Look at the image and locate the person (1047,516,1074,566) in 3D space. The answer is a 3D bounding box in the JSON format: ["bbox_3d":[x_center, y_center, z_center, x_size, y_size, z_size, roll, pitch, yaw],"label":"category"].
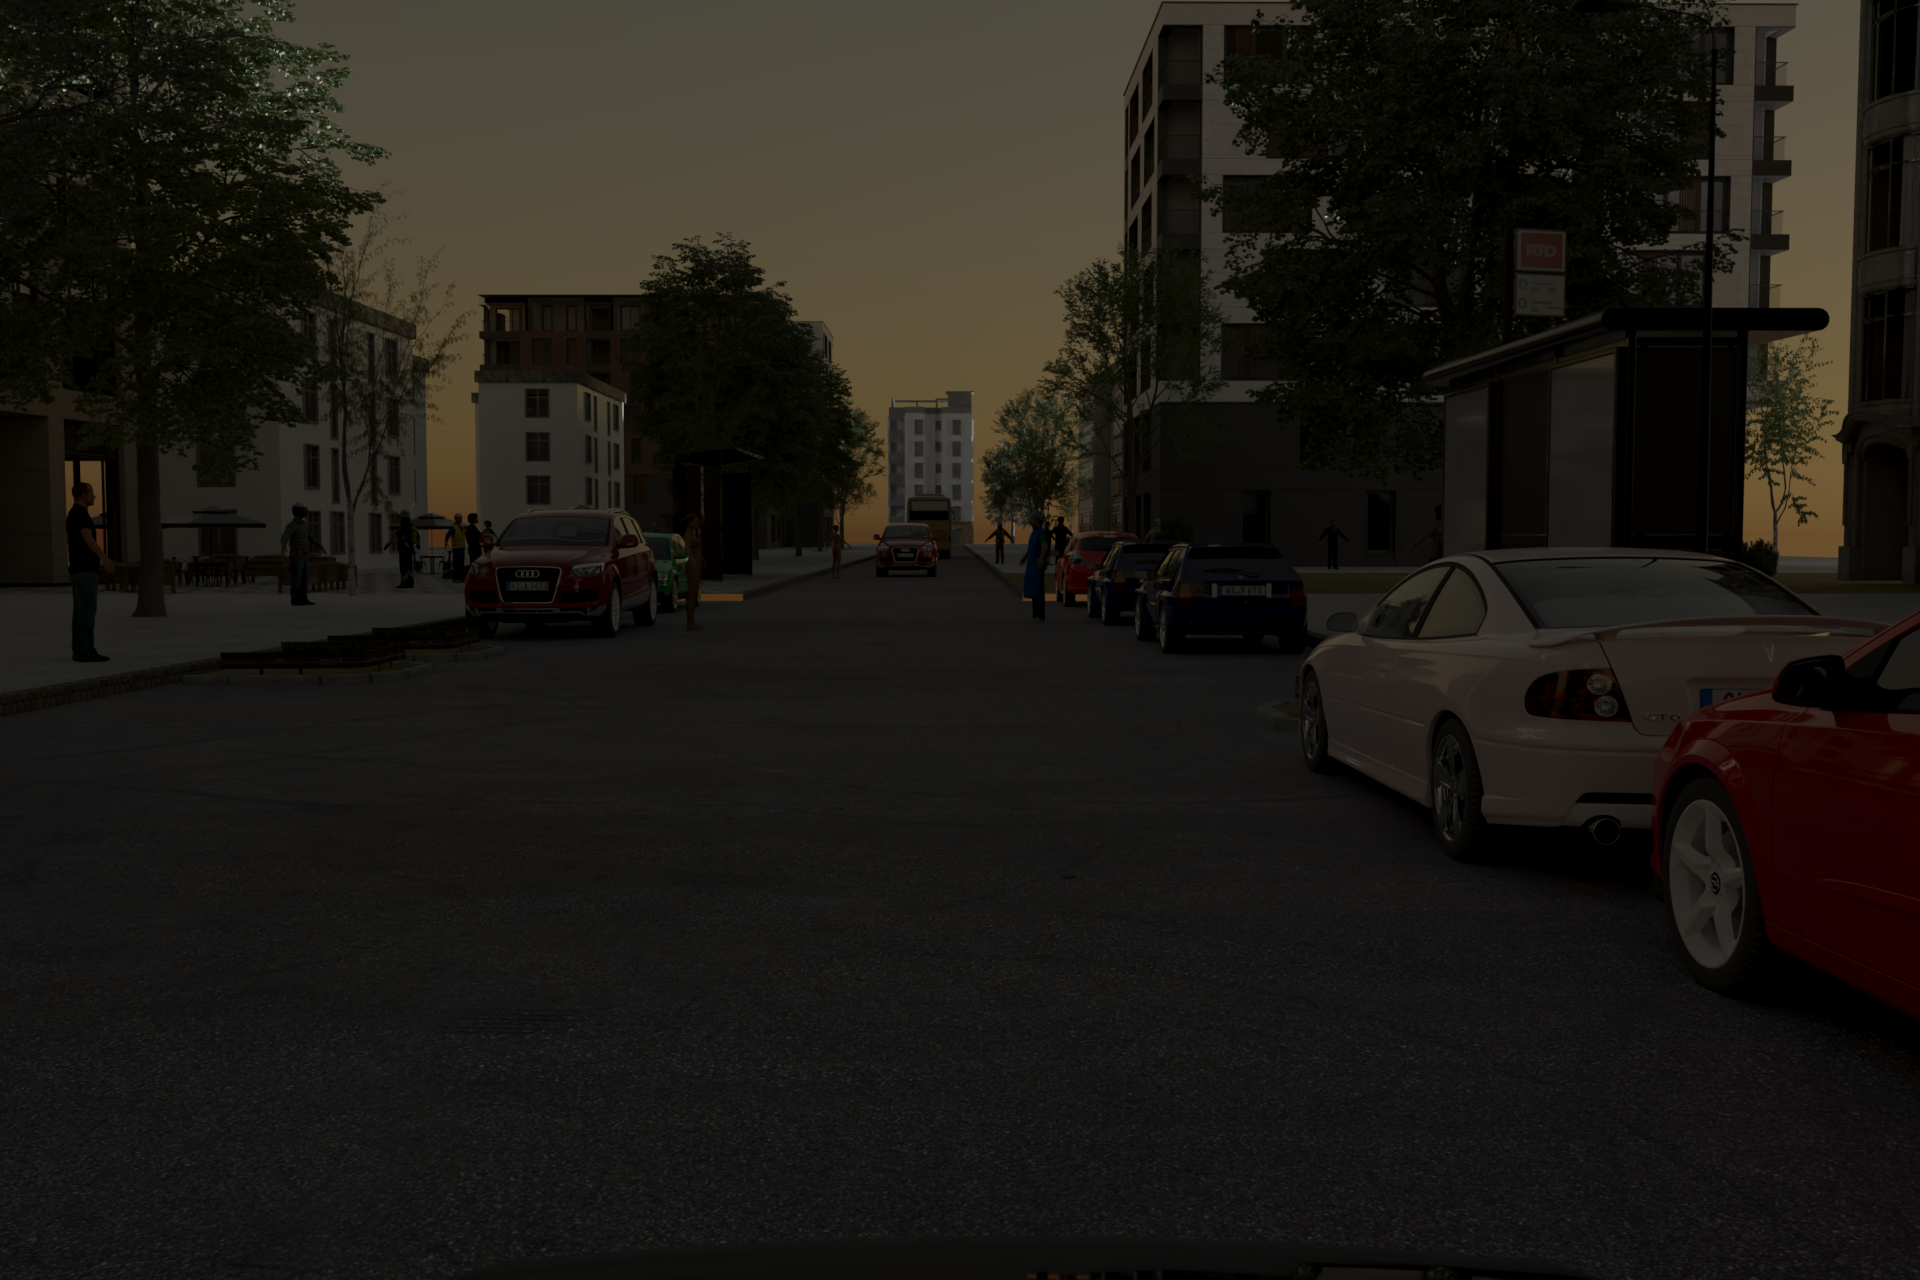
[{"bbox_3d":[2.954,-2.704,50.392,1.347,1.806,0.705,2,4,31],"label":"person"}]

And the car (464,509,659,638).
[{"bbox_3d":[-5.779,-1.036,25.607,2.281,1.827,5.304,0,4,-1],"label":"car"}]

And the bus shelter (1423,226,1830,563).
[{"bbox_3d":[6.951,-2.613,20.361,2.179,5.291,8.768,0,4,-1],"label":"bus shelter"}]

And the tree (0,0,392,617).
[{"bbox_3d":[-12.839,-6.653,26.908,7.486,12.596,7.792,0,3,0],"label":"tree"}]

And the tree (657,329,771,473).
[{"bbox_3d":[-9.634,-6.895,63.088,4.360,8.622,3.978,0,3,0],"label":"tree"}]

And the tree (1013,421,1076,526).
[{"bbox_3d":[5.247,-9.902,112.255,4.737,8.622,4.395,0,3,0],"label":"tree"}]

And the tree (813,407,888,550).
[{"bbox_3d":[-9.435,-13.132,140.470,9.928,11.665,9.643,0,3,0],"label":"tree"}]

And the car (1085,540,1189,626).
[{"bbox_3d":[3.074,-0.973,28.483,1.945,1.354,3.894,0,4,-1],"label":"car"}]

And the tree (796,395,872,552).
[{"bbox_3d":[-10.153,-12.292,126.737,9.928,11.665,9.643,0,3,0],"label":"tree"}]

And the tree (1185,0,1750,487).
[{"bbox_3d":[9.426,-7.692,32.415,9.857,13.997,8.962,0,3,0],"label":"tree"}]

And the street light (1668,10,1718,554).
[{"bbox_3d":[7.064,-2.604,15.118,1.470,5.913,1.316,0,4,0],"label":"street light"}]

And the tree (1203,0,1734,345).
[{"bbox_3d":[12.933,-11.620,45.869,12.611,20.169,13.585,0,3,0],"label":"tree"}]

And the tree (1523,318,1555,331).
[{"bbox_3d":[19.161,-6.521,56.974,4.360,8.622,3.978,0,3,0],"label":"tree"}]

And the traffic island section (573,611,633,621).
[{"bbox_3d":[-6.488,-0.406,29.499,1.991,0.108,1.994,0,4,0],"label":"traffic island section"}]

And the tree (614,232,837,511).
[{"bbox_3d":[-9.707,-10.196,73.354,9.857,13.997,8.962,0,3,0],"label":"tree"}]

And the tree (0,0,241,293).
[{"bbox_3d":[-12.515,-6.441,15.674,12.009,13.543,11.850,0,3,0],"label":"tree"}]

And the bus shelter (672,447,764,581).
[{"bbox_3d":[-6.915,-3.594,50.053,1.731,3.624,6.357,0,4,1],"label":"bus shelter"}]

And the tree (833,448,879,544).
[{"bbox_3d":[-16.226,-19.740,233.125,12.009,13.543,11.850,0,3,0],"label":"tree"}]

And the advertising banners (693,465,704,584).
[{"bbox_3d":[-6.597,-2.899,43.586,0.090,3.025,2.074,0,4,1],"label":"advertising banners"}]

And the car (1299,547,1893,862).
[{"bbox_3d":[3.048,0.208,8.968,2.083,1.381,4.827,0,4,-1],"label":"car"}]

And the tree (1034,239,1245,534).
[{"bbox_3d":[6.165,-8.297,61.415,9.928,11.665,9.643,0,3,0],"label":"tree"}]

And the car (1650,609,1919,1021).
[{"bbox_3d":[3.237,0.300,4.131,2.155,1.783,4.494,0,4,-1],"label":"car"}]

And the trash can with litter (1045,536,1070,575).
[{"bbox_3d":[3.283,-2.609,53.723,1.678,1.210,2.233,0,4,-1],"label":"trash can with litter"}]

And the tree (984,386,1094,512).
[{"bbox_3d":[5.531,-11.871,119.844,9.928,11.665,9.643,0,3,0],"label":"tree"}]

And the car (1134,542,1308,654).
[{"bbox_3d":[3.253,-0.583,22.107,1.945,1.354,3.894,0,4,-1],"label":"car"}]

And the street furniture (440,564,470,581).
[{"bbox_3d":[-11.922,-2.205,51.679,5.734,0.657,10.072,0,4,2],"label":"street furniture"}]

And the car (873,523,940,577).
[{"bbox_3d":[-1.808,-3.107,59.473,2.281,1.827,5.304,0,4,0],"label":"car"}]

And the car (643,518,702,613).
[{"bbox_3d":[-6.057,-1.478,32.962,1.959,1.807,4.718,0,3,0],"label":"car"}]

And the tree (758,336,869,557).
[{"bbox_3d":[-8.870,-11.056,98.898,7.486,12.596,7.792,0,3,0],"label":"tree"}]

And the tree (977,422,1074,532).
[{"bbox_3d":[5.681,-12.437,137.765,7.601,10.594,8.767,3,4,36],"label":"tree"}]

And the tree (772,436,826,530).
[{"bbox_3d":[-10.013,-9.557,106.619,4.360,8.622,3.978,0,3,0],"label":"tree"}]

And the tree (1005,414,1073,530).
[{"bbox_3d":[5.331,-9.538,106.308,4.360,8.622,3.978,0,3,0],"label":"tree"}]

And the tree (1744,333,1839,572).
[{"bbox_3d":[26.459,-6.476,56.238,4.737,8.622,4.395,0,3,0],"label":"tree"}]

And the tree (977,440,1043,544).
[{"bbox_3d":[7.179,-19.908,232.151,9.857,13.997,8.962,0,3,0],"label":"tree"}]

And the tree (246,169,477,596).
[{"bbox_3d":[-12.865,-5.222,35.738,4.360,8.622,3.978,0,3,0],"label":"tree"}]

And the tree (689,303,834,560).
[{"bbox_3d":[-10.018,-10.204,84.958,7.486,12.596,7.792,0,3,0],"label":"tree"}]

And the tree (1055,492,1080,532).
[{"bbox_3d":[14.974,-17.415,235.090,4.737,8.622,4.395,0,3,0],"label":"tree"}]

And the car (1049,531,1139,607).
[{"bbox_3d":[2.928,-1.622,35.567,2.155,1.783,4.494,0,3,0],"label":"car"}]
